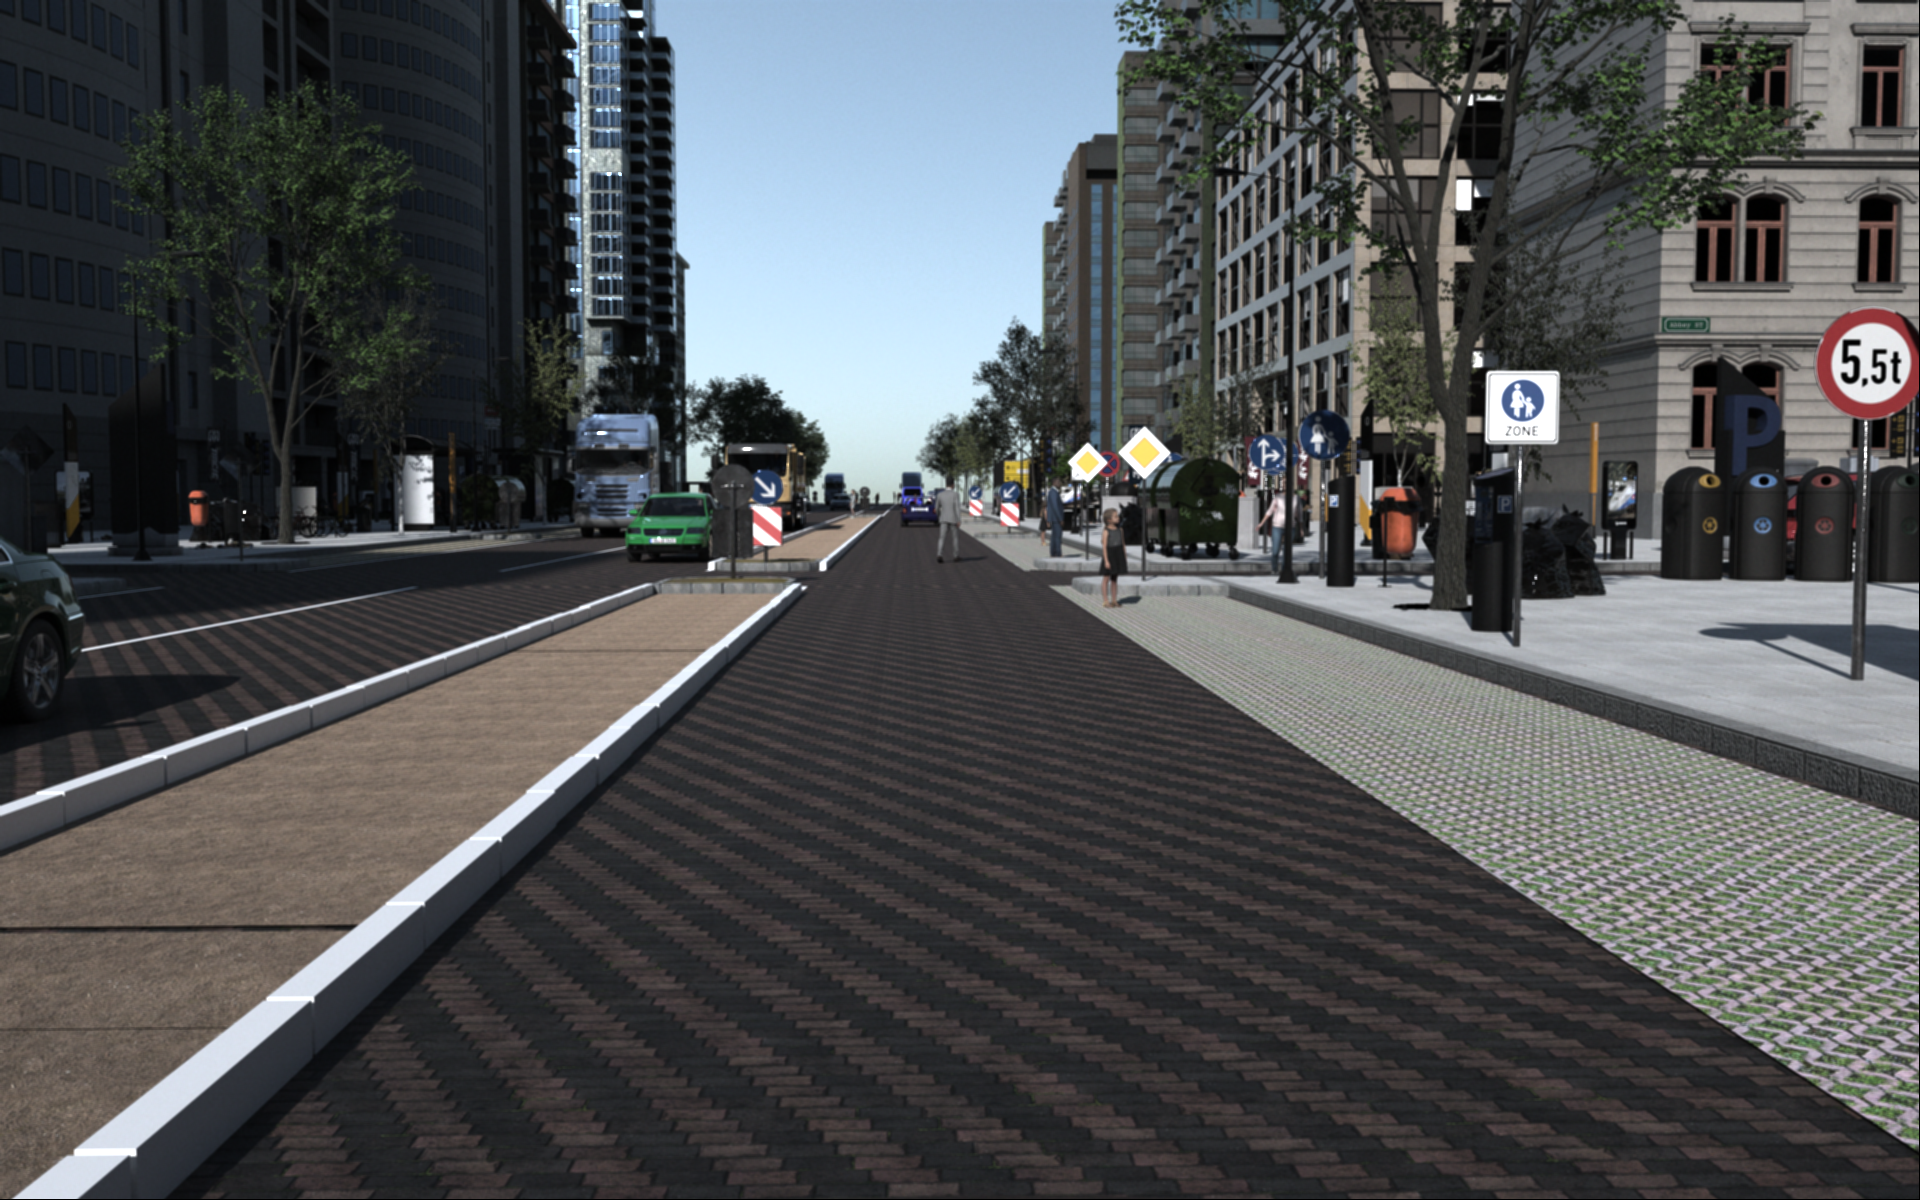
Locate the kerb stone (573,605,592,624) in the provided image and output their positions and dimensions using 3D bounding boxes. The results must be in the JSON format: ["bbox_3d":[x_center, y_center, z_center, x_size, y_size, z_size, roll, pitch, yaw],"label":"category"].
[{"bbox_3d":[-4.266,0.191,19.232,0.120,0.150,1.000,0,4,-2],"label":"kerb stone"}]

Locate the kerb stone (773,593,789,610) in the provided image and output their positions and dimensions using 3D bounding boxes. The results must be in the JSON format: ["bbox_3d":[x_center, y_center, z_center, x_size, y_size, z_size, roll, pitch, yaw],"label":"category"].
[{"bbox_3d":[-2.232,0.053,21.328,0.120,0.150,1.000,0,4,-2],"label":"kerb stone"}]

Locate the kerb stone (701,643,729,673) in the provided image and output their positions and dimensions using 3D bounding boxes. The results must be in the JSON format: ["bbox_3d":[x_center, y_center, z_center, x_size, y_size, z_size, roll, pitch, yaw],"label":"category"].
[{"bbox_3d":[-2.020,0.492,14.148,0.120,0.150,1.000,0,4,-2],"label":"kerb stone"}]

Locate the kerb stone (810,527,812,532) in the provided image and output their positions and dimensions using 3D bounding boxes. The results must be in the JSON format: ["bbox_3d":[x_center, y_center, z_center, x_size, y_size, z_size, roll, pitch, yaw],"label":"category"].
[{"bbox_3d":[-5.646,-2.547,63.833,0.120,0.150,1.000,0,4,-2],"label":"kerb stone"}]

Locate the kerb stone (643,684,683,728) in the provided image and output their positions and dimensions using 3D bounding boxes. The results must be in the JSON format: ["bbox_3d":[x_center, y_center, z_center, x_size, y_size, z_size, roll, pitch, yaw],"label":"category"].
[{"bbox_3d":[-1.911,0.680,11.076,0.120,0.150,1.000,0,4,-2],"label":"kerb stone"}]

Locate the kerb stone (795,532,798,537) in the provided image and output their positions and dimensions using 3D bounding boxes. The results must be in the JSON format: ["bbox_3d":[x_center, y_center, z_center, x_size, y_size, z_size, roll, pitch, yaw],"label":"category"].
[{"bbox_3d":[-5.388,-2.046,55.644,0.120,0.150,1.000,0,4,-2],"label":"kerb stone"}]

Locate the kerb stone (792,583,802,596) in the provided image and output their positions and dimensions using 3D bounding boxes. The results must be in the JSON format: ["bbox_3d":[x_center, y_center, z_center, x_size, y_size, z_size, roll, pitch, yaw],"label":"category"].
[{"bbox_3d":[-2.324,-0.134,24.404,0.120,0.150,1.000,0,4,-2],"label":"kerb stone"}]

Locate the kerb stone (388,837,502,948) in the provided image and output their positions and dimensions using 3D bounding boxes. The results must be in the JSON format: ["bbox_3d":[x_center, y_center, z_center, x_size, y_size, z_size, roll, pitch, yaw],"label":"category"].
[{"bbox_3d":[-1.757,0.994,5.940,0.120,0.150,1.000,0,4,-2],"label":"kerb stone"}]

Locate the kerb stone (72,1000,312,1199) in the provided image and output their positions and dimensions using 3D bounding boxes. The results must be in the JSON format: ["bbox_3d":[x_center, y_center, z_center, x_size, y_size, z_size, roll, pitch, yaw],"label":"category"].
[{"bbox_3d":[-1.689,1.119,3.893,0.120,0.150,1.000,0,4,-2],"label":"kerb stone"}]

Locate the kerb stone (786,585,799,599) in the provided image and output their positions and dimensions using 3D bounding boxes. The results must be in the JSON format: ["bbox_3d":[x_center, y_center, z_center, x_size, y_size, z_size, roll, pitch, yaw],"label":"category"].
[{"bbox_3d":[-2.296,-0.070,23.372,0.120,0.150,1.000,0,4,-2],"label":"kerb stone"}]

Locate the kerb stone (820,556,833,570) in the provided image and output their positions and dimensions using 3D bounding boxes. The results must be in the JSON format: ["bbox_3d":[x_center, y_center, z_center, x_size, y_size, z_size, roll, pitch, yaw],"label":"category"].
[{"bbox_3d":[-2.627,-0.730,34.136,0.120,0.150,1.000,0,4,-2],"label":"kerb stone"}]

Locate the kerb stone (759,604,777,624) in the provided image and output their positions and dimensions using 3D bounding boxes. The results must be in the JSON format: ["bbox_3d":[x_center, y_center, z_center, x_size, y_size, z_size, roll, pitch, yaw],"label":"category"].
[{"bbox_3d":[-2.169,0.178,19.279,0.120,0.150,1.000,0,4,-2],"label":"kerb stone"}]

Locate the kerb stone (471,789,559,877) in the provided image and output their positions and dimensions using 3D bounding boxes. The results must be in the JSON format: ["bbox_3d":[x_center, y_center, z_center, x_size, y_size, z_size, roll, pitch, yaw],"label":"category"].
[{"bbox_3d":[-1.786,0.932,6.965,0.120,0.150,1.000,0,4,-2],"label":"kerb stone"}]

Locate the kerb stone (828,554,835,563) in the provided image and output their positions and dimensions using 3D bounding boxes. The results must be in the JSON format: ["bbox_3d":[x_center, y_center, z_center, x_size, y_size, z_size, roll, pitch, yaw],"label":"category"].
[{"bbox_3d":[-2.666,-0.789,35.157,0.120,0.150,1.000,0,4,-2],"label":"kerb stone"}]

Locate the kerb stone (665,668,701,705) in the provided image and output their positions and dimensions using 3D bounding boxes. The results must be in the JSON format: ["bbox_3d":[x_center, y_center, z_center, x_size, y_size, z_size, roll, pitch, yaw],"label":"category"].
[{"bbox_3d":[-1.946,0.618,12.098,0.120,0.150,1.000,0,4,-2],"label":"kerb stone"}]

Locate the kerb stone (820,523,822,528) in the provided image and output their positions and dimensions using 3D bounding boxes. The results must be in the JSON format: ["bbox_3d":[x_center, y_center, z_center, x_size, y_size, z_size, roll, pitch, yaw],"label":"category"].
[{"bbox_3d":[-5.862,-2.985,71.001,0.120,0.150,1.000,0,4,-2],"label":"kerb stone"}]

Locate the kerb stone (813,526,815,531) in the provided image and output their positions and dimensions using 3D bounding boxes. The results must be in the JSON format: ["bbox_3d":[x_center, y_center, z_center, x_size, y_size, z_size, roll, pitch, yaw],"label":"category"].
[{"bbox_3d":[-5.710,-2.670,65.876,0.120,0.150,1.000,0,4,-2],"label":"kerb stone"}]

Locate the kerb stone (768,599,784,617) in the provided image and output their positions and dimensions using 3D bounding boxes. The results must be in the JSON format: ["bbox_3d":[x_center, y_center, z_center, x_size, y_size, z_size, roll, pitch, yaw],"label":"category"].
[{"bbox_3d":[-2.192,0.121,20.307,0.120,0.150,1.000,0,4,-2],"label":"kerb stone"}]

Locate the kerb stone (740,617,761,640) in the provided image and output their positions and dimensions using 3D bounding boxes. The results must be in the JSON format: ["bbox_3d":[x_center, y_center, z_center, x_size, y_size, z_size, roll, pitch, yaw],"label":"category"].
[{"bbox_3d":[-2.108,0.305,17.234,0.120,0.150,1.000,0,4,-2],"label":"kerb stone"}]

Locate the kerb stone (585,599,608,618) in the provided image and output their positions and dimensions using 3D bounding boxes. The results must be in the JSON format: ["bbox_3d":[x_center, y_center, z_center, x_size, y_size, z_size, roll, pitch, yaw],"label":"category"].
[{"bbox_3d":[-4.296,0.119,20.256,0.120,0.150,1.000,0,4,-2],"label":"kerb stone"}]

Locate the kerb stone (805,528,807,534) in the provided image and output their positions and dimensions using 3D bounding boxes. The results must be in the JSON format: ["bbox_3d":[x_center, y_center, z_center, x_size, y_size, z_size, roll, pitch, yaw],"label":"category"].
[{"bbox_3d":[-5.548,-2.359,60.769,0.120,0.150,1.000,0,4,-2],"label":"kerb stone"}]

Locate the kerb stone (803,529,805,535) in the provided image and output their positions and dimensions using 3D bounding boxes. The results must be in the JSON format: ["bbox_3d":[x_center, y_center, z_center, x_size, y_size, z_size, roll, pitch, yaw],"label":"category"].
[{"bbox_3d":[-5.517,-2.296,59.742,0.120,0.150,1.000,0,4,-2],"label":"kerb stone"}]

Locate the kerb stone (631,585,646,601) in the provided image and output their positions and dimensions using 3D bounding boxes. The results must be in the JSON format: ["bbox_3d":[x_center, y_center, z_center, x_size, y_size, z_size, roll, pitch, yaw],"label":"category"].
[{"bbox_3d":[-4.396,-0.069,23.322,0.120,0.150,1.000,0,4,-2],"label":"kerb stone"}]

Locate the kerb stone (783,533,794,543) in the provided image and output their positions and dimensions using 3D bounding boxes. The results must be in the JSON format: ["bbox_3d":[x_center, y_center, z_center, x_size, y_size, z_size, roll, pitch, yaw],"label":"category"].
[{"bbox_3d":[-5.323,-1.921,53.596,0.120,0.150,1.000,0,4,-2],"label":"kerb stone"}]

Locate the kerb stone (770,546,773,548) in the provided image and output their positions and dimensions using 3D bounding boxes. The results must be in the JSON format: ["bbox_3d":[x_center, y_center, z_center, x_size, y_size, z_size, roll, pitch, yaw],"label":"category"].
[{"bbox_3d":[-5.080,-1.418,45.399,0.120,0.150,1.000,0,4,-2],"label":"kerb stone"}]

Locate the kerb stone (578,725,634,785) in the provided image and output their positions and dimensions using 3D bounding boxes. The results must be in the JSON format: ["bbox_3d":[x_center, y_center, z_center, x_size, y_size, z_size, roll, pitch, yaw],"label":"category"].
[{"bbox_3d":[-1.851,0.806,9.021,0.120,0.150,1.000,0,4,-2],"label":"kerb stone"}]

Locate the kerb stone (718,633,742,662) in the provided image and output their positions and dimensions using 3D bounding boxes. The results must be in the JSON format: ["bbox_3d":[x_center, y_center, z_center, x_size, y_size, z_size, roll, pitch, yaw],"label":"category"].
[{"bbox_3d":[-2.040,0.430,15.170,0.120,0.150,1.000,0,4,-2],"label":"kerb stone"}]

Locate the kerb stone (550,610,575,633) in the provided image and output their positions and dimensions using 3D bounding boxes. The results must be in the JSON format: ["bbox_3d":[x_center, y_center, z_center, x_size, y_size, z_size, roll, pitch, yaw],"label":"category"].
[{"bbox_3d":[-4.235,0.244,18.203,0.120,0.150,1.000,0,4,-2],"label":"kerb stone"}]

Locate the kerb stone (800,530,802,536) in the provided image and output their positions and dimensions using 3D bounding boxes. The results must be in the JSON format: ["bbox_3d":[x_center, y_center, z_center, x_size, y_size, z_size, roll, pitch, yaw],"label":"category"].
[{"bbox_3d":[-5.441,-2.169,57.691,0.120,0.150,1.000,0,4,-2],"label":"kerb stone"}]

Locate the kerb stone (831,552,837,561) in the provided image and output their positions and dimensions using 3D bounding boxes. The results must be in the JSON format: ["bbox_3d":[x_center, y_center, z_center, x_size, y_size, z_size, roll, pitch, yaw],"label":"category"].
[{"bbox_3d":[-2.695,-0.855,36.179,0.120,0.150,1.000,0,4,-2],"label":"kerb stone"}]

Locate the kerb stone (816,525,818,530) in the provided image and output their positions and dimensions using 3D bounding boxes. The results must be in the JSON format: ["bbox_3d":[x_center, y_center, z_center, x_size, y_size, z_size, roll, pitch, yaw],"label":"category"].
[{"bbox_3d":[-5.765,-2.796,67.922,0.120,0.150,1.000,0,4,-2],"label":"kerb stone"}]

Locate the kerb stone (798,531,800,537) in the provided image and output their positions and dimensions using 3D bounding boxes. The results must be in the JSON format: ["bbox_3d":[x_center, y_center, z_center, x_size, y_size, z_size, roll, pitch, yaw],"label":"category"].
[{"bbox_3d":[-5.415,-2.108,56.666,0.120,0.150,1.000,0,4,-2],"label":"kerb stone"}]

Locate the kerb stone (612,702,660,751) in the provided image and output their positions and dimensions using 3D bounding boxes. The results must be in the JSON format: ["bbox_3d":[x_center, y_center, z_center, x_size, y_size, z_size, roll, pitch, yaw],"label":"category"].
[{"bbox_3d":[-1.890,0.744,10.048,0.120,0.150,1.000,0,4,-2],"label":"kerb stone"}]

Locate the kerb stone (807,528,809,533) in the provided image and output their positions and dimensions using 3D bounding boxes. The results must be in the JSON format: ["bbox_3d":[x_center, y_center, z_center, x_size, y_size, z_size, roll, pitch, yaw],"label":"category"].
[{"bbox_3d":[-5.577,-2.415,61.791,0.120,0.150,1.000,0,4,-2],"label":"kerb stone"}]

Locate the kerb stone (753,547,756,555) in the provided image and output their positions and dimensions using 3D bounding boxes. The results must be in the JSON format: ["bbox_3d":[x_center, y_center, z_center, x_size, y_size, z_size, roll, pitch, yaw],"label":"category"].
[{"bbox_3d":[-4.914,-1.105,40.262,0.120,0.150,1.000,0,4,-2],"label":"kerb stone"}]

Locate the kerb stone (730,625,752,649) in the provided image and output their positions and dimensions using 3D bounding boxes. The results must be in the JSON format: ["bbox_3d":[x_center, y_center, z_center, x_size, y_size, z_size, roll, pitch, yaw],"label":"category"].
[{"bbox_3d":[-2.076,0.366,16.207,0.120,0.150,1.000,0,4,-2],"label":"kerb stone"}]

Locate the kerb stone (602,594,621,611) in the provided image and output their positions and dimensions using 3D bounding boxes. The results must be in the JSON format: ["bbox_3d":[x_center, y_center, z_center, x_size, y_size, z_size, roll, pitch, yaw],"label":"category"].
[{"bbox_3d":[-4.335,0.057,21.277,0.120,0.150,1.000,0,4,-2],"label":"kerb stone"}]

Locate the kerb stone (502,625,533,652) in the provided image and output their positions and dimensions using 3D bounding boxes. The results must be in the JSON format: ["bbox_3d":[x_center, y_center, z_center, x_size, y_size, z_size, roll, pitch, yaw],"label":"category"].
[{"bbox_3d":[-4.176,0.374,16.159,0.120,0.150,1.000,0,4,-2],"label":"kerb stone"}]

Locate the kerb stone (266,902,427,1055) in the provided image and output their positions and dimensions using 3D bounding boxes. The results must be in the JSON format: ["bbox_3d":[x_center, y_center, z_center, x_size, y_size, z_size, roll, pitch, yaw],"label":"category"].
[{"bbox_3d":[-1.722,1.057,4.918,0.120,0.150,1.000,0,4,-2],"label":"kerb stone"}]

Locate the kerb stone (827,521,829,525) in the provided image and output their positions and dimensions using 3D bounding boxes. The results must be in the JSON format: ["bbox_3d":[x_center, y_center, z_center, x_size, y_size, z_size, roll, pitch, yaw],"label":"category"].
[{"bbox_3d":[-6.044,-3.362,77.157,0.120,0.150,1.000,0,4,-2],"label":"kerb stone"}]

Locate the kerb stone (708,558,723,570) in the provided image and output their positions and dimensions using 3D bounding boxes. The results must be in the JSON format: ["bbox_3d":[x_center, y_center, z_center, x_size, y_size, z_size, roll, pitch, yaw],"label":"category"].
[{"bbox_3d":[-4.691,-0.666,33.091,0.120,0.150,1.000,0,4,-2],"label":"kerb stone"}]

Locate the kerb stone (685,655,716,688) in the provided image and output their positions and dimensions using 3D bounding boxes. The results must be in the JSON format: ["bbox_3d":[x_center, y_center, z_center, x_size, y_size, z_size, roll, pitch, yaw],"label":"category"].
[{"bbox_3d":[-1.983,0.555,13.119,0.120,0.150,1.000,0,4,-2],"label":"kerb stone"}]

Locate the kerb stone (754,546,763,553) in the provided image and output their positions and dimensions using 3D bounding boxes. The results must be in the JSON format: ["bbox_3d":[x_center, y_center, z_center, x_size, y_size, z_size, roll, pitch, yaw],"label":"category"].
[{"bbox_3d":[-4.980,-1.231,42.322,0.120,0.150,1.000,0,4,-2],"label":"kerb stone"}]

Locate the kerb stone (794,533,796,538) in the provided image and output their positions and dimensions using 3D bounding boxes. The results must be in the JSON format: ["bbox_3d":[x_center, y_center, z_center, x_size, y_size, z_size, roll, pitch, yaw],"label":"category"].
[{"bbox_3d":[-5.354,-1.979,54.623,0.120,0.150,1.000,0,4,-2],"label":"kerb stone"}]

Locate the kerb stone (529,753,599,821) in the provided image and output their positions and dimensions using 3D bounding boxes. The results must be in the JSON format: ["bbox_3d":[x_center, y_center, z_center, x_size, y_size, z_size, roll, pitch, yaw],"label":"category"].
[{"bbox_3d":[-1.829,0.869,7.986,0.120,0.150,1.000,0,4,-2],"label":"kerb stone"}]

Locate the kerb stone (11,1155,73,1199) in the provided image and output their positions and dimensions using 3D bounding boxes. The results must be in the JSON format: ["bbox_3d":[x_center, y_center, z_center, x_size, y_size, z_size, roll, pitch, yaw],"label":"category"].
[{"bbox_3d":[-1.659,1.184,2.872,0.120,0.150,1.000,0,4,-2],"label":"kerb stone"}]

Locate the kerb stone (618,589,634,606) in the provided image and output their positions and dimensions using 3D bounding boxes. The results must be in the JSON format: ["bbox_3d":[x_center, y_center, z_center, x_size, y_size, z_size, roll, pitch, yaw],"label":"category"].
[{"bbox_3d":[-4.364,-0.002,22.300,0.120,0.150,1.000,0,4,-2],"label":"kerb stone"}]

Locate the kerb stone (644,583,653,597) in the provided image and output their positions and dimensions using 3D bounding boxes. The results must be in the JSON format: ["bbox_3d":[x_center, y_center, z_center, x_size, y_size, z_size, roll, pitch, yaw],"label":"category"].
[{"bbox_3d":[-4.421,-0.131,24.344,0.120,0.150,1.000,0,4,-2],"label":"kerb stone"}]

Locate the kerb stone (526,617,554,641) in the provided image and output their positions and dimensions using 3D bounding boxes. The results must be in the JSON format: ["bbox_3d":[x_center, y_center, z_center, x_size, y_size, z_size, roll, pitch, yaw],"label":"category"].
[{"bbox_3d":[-4.212,0.307,17.181,0.120,0.150,1.000,0,4,-2],"label":"kerb stone"}]

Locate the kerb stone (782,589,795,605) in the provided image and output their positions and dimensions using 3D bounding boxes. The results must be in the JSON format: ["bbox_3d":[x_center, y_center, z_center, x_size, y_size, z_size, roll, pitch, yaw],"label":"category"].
[{"bbox_3d":[-2.258,-0.003,22.351,0.120,0.150,1.000,0,4,-2],"label":"kerb stone"}]

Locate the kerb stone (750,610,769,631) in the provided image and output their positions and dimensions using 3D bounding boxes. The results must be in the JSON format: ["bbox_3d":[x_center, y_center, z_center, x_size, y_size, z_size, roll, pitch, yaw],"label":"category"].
[{"bbox_3d":[-2.138,0.241,18.256,0.120,0.150,1.000,0,4,-2],"label":"kerb stone"}]

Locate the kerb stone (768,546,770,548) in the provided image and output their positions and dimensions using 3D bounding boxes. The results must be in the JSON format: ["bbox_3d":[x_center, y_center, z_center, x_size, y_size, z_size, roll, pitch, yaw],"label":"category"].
[{"bbox_3d":[-5.037,-1.356,44.368,0.120,0.150,1.000,0,4,-2],"label":"kerb stone"}]
